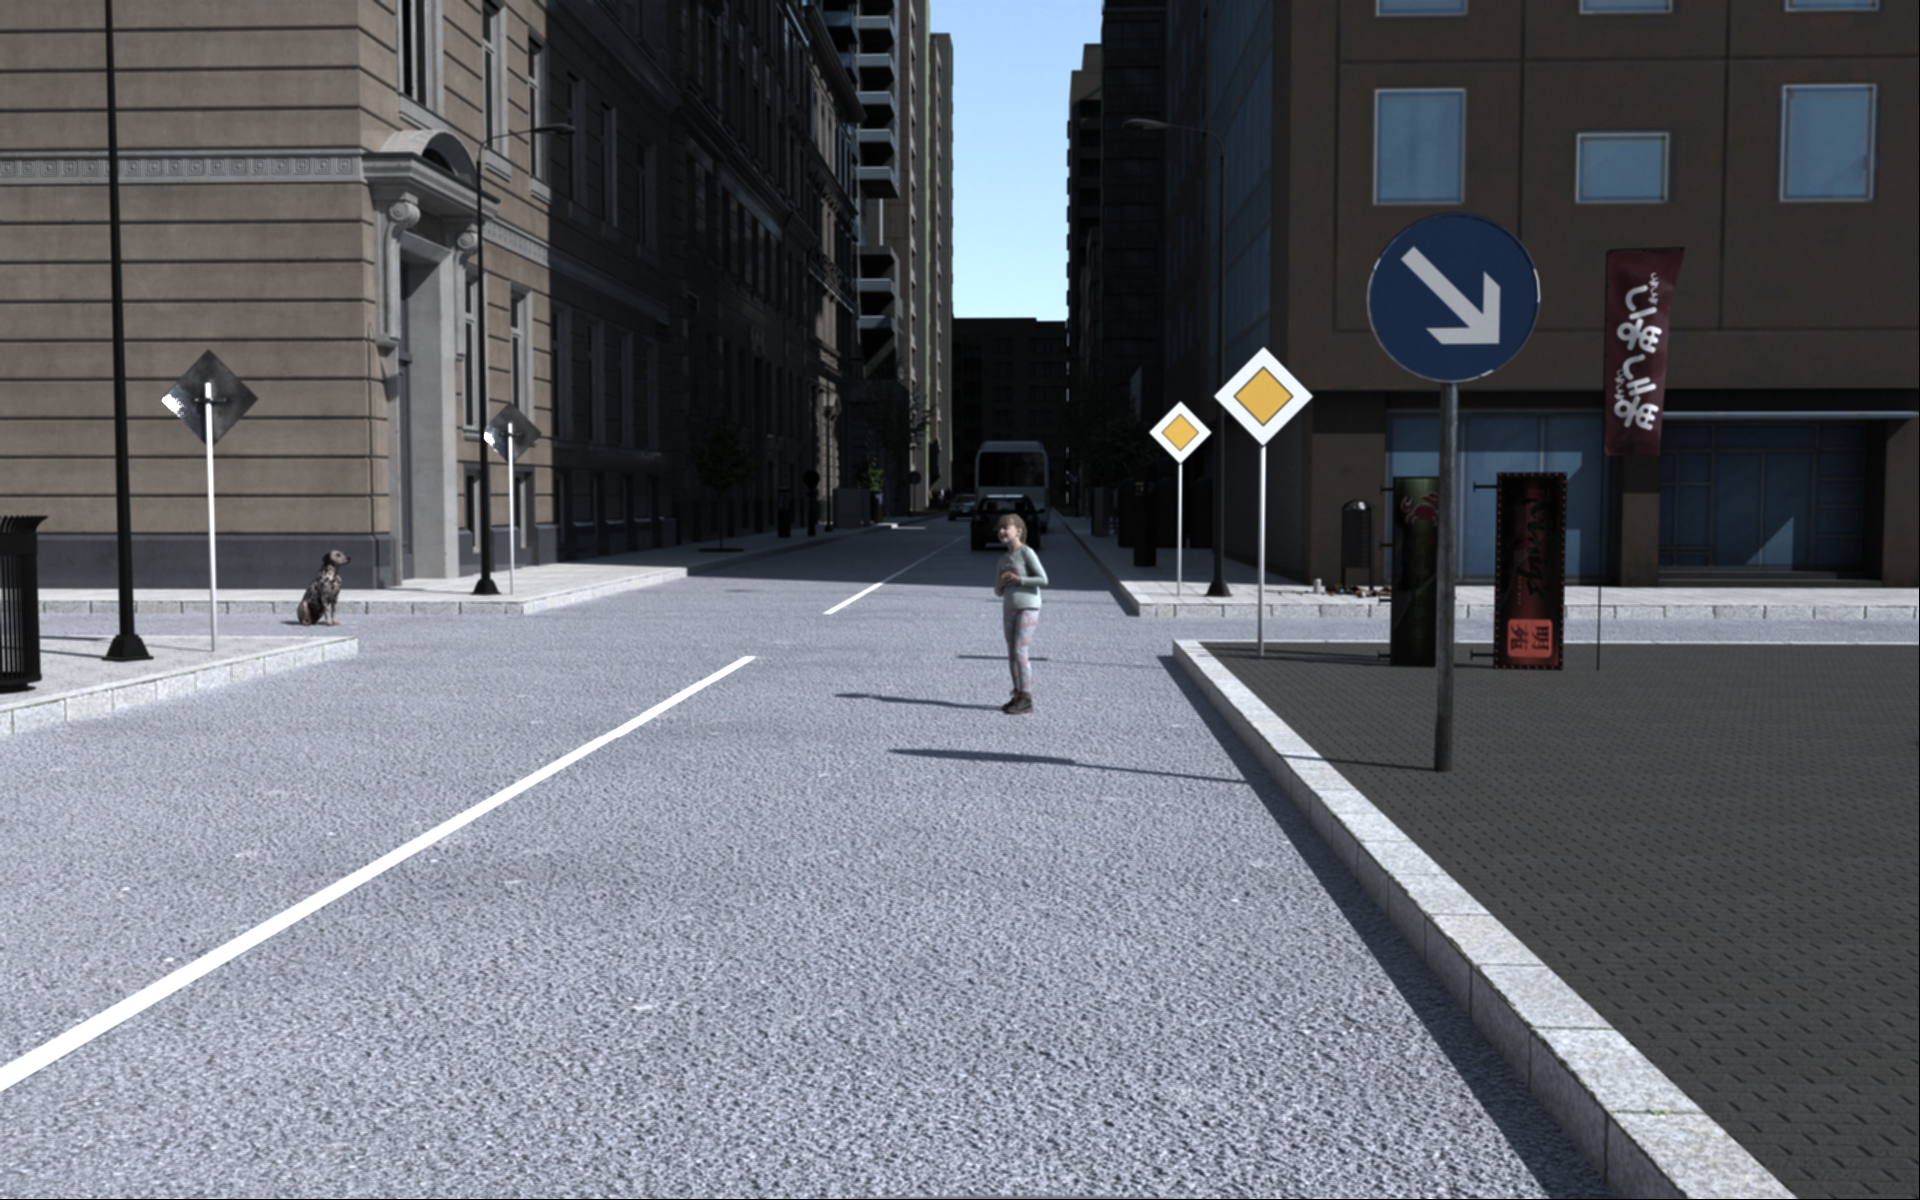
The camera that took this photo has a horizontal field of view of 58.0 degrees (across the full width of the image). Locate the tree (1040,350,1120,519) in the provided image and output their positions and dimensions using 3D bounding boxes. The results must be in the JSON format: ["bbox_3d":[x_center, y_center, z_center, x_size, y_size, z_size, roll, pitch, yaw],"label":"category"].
[{"bbox_3d":[6.262,-8.398,87.666,4.737,8.622,4.395,0,3,0],"label":"tree"}]

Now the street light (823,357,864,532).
[{"bbox_3d":[-3.950,-5.288,58.992,1.470,5.913,1.316,0,4,3],"label":"street light"}]

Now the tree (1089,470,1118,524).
[{"bbox_3d":[6.367,-4.935,75.290,1.663,3.219,1.824,0,3,0],"label":"tree"}]

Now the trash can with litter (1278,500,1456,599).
[{"bbox_3d":[5.205,-0.655,21.769,1.678,1.210,2.233,-2,4,-32],"label":"trash can with litter"}]

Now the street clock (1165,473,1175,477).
[{"bbox_3d":[7.379,-3.425,60.565,0.358,2.002,0.471,3,5,41],"label":"street clock"}]

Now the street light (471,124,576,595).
[{"bbox_3d":[-5.520,-3.021,21.931,1.470,5.913,1.316,0,4,3],"label":"street light"}]

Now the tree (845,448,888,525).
[{"bbox_3d":[-3.936,-4.801,73.093,1.663,3.219,1.824,0,3,0],"label":"tree"}]

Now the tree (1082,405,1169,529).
[{"bbox_3d":[6.166,-4.907,63.946,4.285,4.588,4.351,0,3,0],"label":"tree"}]

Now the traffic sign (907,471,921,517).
[{"bbox_3d":[-2.507,-5.799,94.912,0.768,2.556,0.104,1,4,9],"label":"traffic sign"}]

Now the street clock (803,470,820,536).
[{"bbox_3d":[-4.516,-2.943,52.687,0.471,2.002,0.358,1,4,17],"label":"street clock"}]

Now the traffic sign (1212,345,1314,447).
[{"bbox_3d":[2.402,-0.701,13.651,0.795,2.593,0.064,0,4,3],"label":"traffic sign"}]

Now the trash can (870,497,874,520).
[{"bbox_3d":[-4.200,-4.449,84.391,0.748,1.137,0.748,0,3,0],"label":"trash can"}]

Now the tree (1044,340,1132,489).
[{"bbox_3d":[6.132,-8.055,82.069,4.360,8.622,3.978,0,3,0],"label":"tree"}]

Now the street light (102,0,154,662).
[{"bbox_3d":[-5.906,-2.487,13.205,1.470,5.913,1.316,0,4,3],"label":"street light"}]

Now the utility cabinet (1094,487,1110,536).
[{"bbox_3d":[4.321,-2.703,52.875,0.318,1.500,1.173,1,4,14],"label":"utility cabinet"}]

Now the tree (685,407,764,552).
[{"bbox_3d":[-5.231,-2.704,38.816,1.663,3.219,1.824,0,3,0],"label":"tree"}]

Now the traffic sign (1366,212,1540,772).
[{"bbox_3d":[2.239,-0.480,7.951,0.768,2.556,0.104,0,4,6],"label":"traffic sign"}]

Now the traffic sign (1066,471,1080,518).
[{"bbox_3d":[6.174,-5.772,94.470,0.768,2.556,0.104,1,4,11],"label":"traffic sign"}]

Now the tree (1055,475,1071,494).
[{"bbox_3d":[10.132,-10.773,170.738,1.663,3.219,1.824,0,3,0],"label":"tree"}]

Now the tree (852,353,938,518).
[{"bbox_3d":[-3.579,-8.617,91.245,4.737,8.622,4.395,0,3,0],"label":"tree"}]

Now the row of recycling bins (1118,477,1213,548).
[{"bbox_3d":[5.492,-2.096,41.389,3.534,1.692,1.069,1,4,19],"label":"row of recycling bins"}]

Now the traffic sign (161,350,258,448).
[{"bbox_3d":[-6.083,-0.726,14.055,0.795,2.593,0.064,0,4,3],"label":"traffic sign"}]

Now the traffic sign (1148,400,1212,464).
[{"bbox_3d":[2.764,-1.189,21.628,0.795,2.593,0.064,0,4,3],"label":"traffic sign"}]

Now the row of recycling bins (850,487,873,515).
[{"bbox_3d":[-6.254,-5.106,90.588,3.534,1.692,1.069,0,4,7],"label":"row of recycling bins"}]

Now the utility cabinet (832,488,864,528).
[{"bbox_3d":[-4.227,-3.427,64.711,1.173,1.500,0.318,-3,5,-43],"label":"utility cabinet"}]

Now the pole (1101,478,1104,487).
[{"bbox_3d":[6.061,-4.855,73.227,0.158,3.312,0.155,0,3,0],"label":"pole"}]

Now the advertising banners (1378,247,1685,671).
[{"bbox_3d":[4.127,-1.003,12.592,2.074,3.025,0.090,1,4,13],"label":"advertising banners"}]

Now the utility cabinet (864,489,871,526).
[{"bbox_3d":[-3.675,-3.642,68.225,0.318,1.500,1.173,0,4,-4],"label":"utility cabinet"}]

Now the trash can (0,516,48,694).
[{"bbox_3d":[-6.320,0.025,11.237,0.748,1.137,0.748,0,3,0],"label":"trash can"}]

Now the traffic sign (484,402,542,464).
[{"bbox_3d":[-5.721,-1.214,22.032,0.795,2.593,0.064,0,4,3],"label":"traffic sign"}]
